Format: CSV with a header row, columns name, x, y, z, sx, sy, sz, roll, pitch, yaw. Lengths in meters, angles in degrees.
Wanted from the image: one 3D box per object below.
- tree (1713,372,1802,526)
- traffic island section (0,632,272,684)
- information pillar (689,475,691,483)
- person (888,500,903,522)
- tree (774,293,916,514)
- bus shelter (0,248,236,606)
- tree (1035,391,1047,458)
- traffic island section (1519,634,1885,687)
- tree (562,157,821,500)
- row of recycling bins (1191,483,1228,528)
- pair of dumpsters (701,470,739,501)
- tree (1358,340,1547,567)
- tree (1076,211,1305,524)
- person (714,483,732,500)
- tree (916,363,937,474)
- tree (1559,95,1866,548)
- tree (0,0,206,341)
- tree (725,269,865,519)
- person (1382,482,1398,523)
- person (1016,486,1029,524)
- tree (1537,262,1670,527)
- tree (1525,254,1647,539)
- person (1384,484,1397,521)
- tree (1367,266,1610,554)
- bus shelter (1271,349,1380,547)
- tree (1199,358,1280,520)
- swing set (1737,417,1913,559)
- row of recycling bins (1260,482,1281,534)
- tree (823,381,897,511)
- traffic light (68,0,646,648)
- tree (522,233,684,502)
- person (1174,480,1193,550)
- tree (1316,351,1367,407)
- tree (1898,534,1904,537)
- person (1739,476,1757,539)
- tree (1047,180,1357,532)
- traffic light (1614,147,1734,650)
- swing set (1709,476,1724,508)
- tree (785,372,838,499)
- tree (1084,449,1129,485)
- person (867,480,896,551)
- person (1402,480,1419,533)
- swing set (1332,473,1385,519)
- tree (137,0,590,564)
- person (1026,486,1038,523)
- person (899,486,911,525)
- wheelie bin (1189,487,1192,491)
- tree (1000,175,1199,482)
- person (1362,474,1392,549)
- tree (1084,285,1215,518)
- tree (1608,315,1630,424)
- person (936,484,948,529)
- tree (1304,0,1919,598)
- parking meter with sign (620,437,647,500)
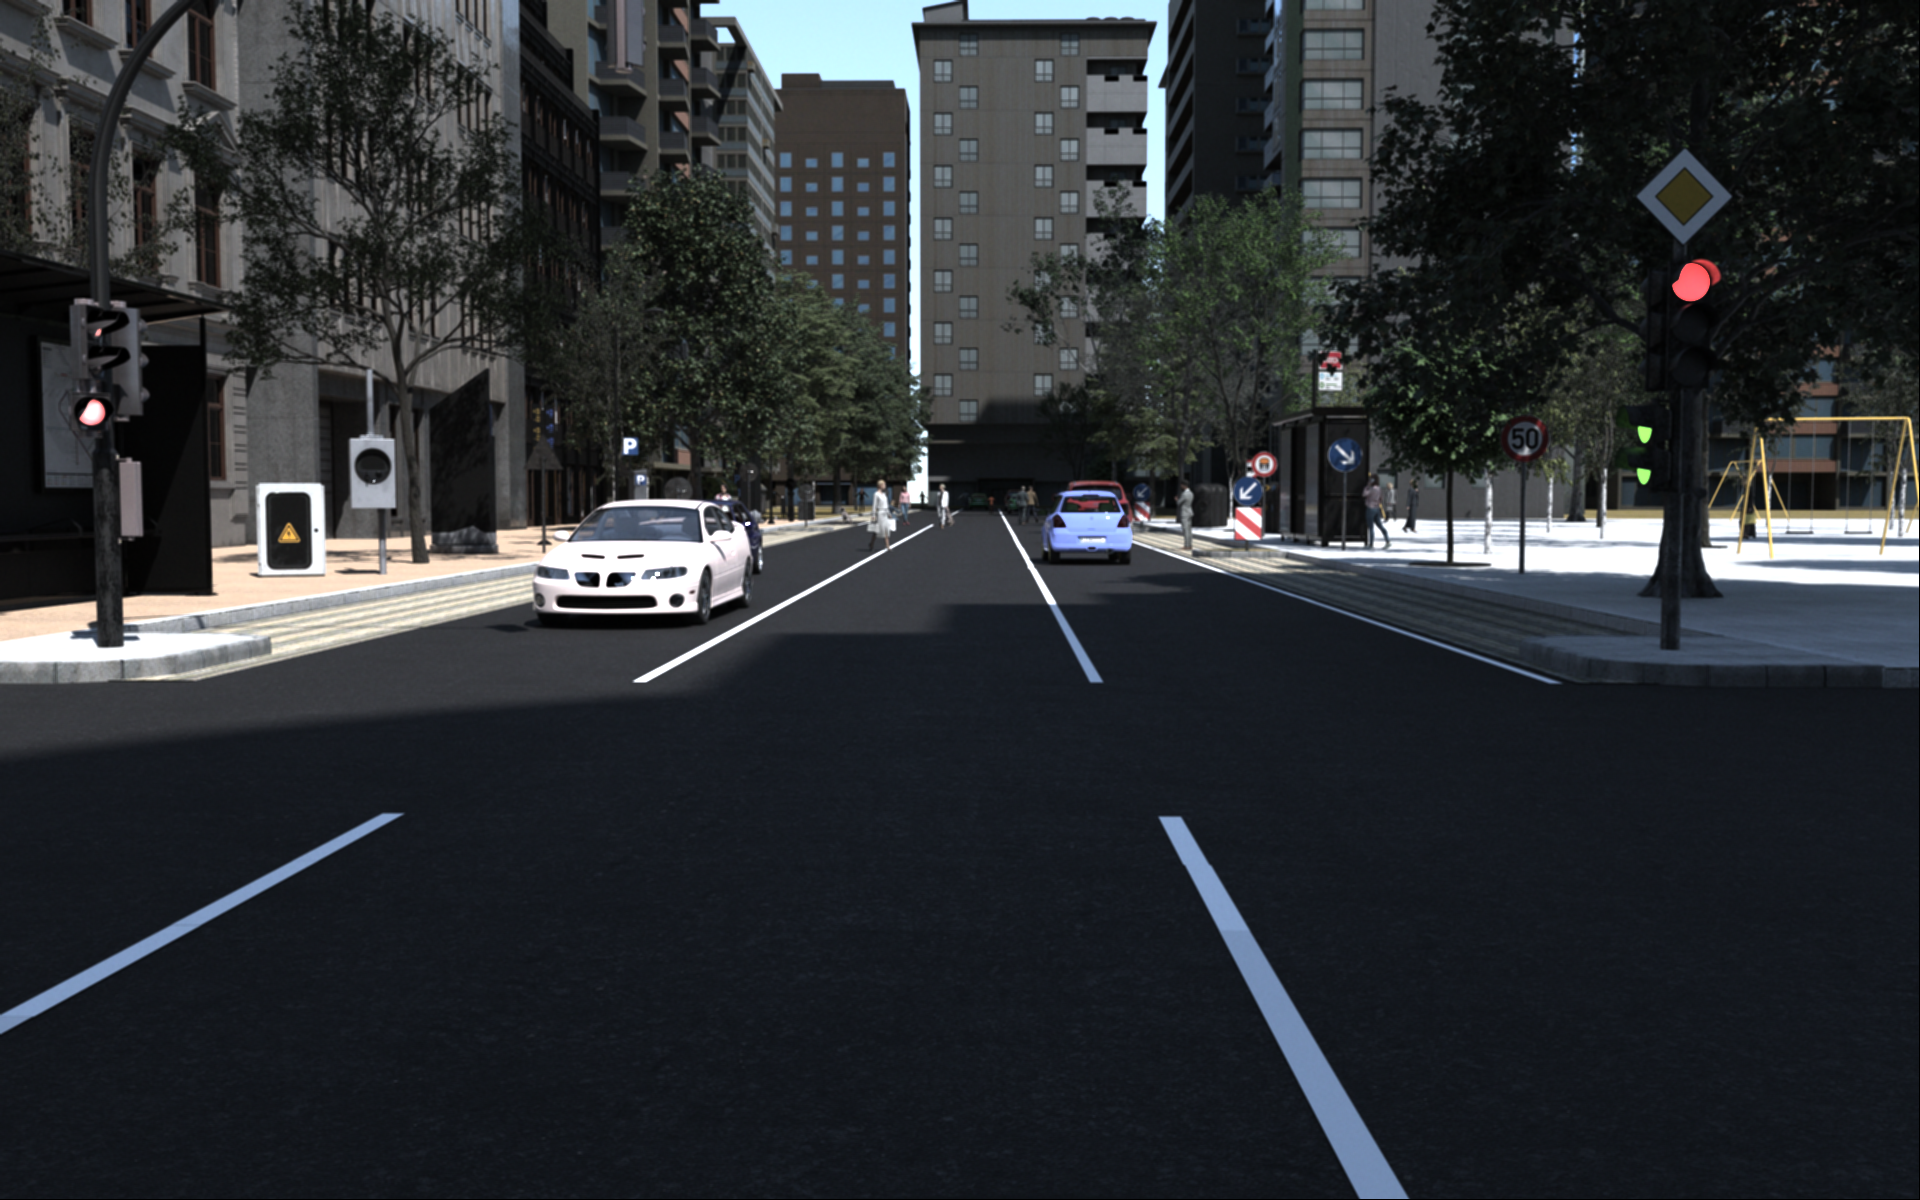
name,x,y,z,sx,sy,sz,roll,pitch,yaw
tree,32.304,-7.264,69.134,4.360,8.622,3.978,0,3,0
traffic island section,-7.150,0.473,14.546,2.009,0.180,2.903,0,4,1
information pillar,-10.123,-3.773,66.176,0.304,2.012,0.304,3,5,42
person,-3.351,-4.438,86.559,0.738,1.151,1.012,-2,4,-28
tree,-7.861,-12.368,108.871,9.857,13.997,8.962,0,3,0
bus shelter,-9.987,-1.681,18.763,1.731,3.624,6.357,0,4,1
tree,10.449,-14.024,155.046,9.928,11.665,9.643,0,3,0
traffic island section,5.889,0.487,14.313,2.009,0.180,2.903,0,4,1
tree,-9.207,-8.713,59.471,9.611,12.733,9.660,0,3,0
row of recycling bins,9.805,-3.713,67.826,1.069,1.692,3.534,1,4,21
pair of dumpsters,-9.872,-4.064,68.944,1.574,2.255,4.437,0,4,1
tree,8.846,-2.902,31.167,4.285,4.588,4.351,0,3,0
tree,9.604,-10.035,74.444,12.009,13.543,11.850,0,3,0
person,-6.438,-2.300,46.944,0.563,1.720,0.643,-2,4,-35
tree,-6.848,-15.175,154.768,9.857,13.997,8.962,0,3,0
tree,17.614,-7.062,41.213,9.928,11.665,9.643,0,3,0
tree,-13.667,-4.588,25.383,4.360,8.622,3.978,0,3,0
tree,-8.218,-10.366,87.609,7.486,12.596,7.792,0,3,0
person,19.007,-4.295,76.443,0.728,1.800,0.709,0,4,-4
person,2.983,-4.472,81.799,0.661,1.801,0.590,1,4,23
tree,24.342,-8.053,66.084,7.601,10.594,8.767,-3,5,-42
tree,18.168,-6.055,49.362,4.360,8.622,3.978,0,3,0
person,20.323,-4.594,81.556,0.661,1.777,0.834,-1,4,-16
tree,11.232,-5.269,36.516,4.737,8.622,4.395,0,3,0
bus shelter,9.569,-4.171,45.833,2.179,5.291,8.768,0,4,1
tree,13.561,-8.291,85.913,4.360,8.622,3.978,0,3,0
swing set,17.710,-2.317,35.508,3.119,2.851,2.862,1,4,12
row of recycling bins,10.629,-3.026,56.582,1.069,1.692,3.534,0,4,-4
tree,-8.319,-12.176,133.492,7.601,10.594,8.767,-3,5,-39
traffic light,-5.018,-2.431,14.409,4.771,5.953,1.251,0,4,1
tree,-9.832,-5.974,48.037,4.360,8.622,3.978,0,3,0
person,5.712,-2.176,44.252,0.466,1.800,0.511,1,4,17
tree,18.705,-8.230,84.928,4.737,8.622,4.395,0,3,0
tree,28.291,-6.194,51.627,4.360,8.622,3.978,0,3,0
person,22.677,-2.662,49.781,0.699,1.804,1.509,3,4,36
tree,9.552,-8.140,58.846,9.928,11.665,9.643,0,3,0
traffic light,5.849,-1.546,14.200,0.839,4.253,0.868,0,4,1
swing set,36.978,-5.120,81.337,2.862,2.851,3.119,0,4,-1
tree,-8.765,-9.195,100.703,4.360,8.622,3.978,0,3,0
tree,10.627,-8.627,124.761,4.285,4.588,4.351,0,3,0
person,-1.989,-2.118,43.476,0.694,1.780,0.624,-3,5,-45
person,14.985,-3.124,57.537,0.534,1.772,0.576,0,4,5
swing set,17.876,-5.067,80.461,2.862,2.851,3.119,-2,4,-26
tree,-10.309,-5.955,31.777,7.601,10.594,8.767,0,4,7
person,3.614,-4.817,87.165,0.836,1.842,0.656,3,5,42
person,-2.543,-4.338,79.441,0.555,1.821,0.388,-1,4,-13
wheelie bin,10.505,-4.236,77.164,0.980,1.594,0.693,-3,5,-41
tree,8.685,-15.292,105.909,12.611,20.169,13.585,0,3,0
person,9.750,-2.069,40.469,0.643,1.750,0.593,3,4,38
tree,10.473,-10.763,94.108,7.486,12.596,7.792,0,3,0
tree,19.776,-6.530,57.120,4.737,8.622,4.395,0,3,0
person,-0.723,-3.819,70.816,0.514,1.842,0.818,0,4,4
tree,9.170,-6.382,21.352,9.611,12.733,9.660,0,3,0
parking meter with sign,-9.800,-3.444,52.567,0.543,3.016,1.738,-2,4,-26
